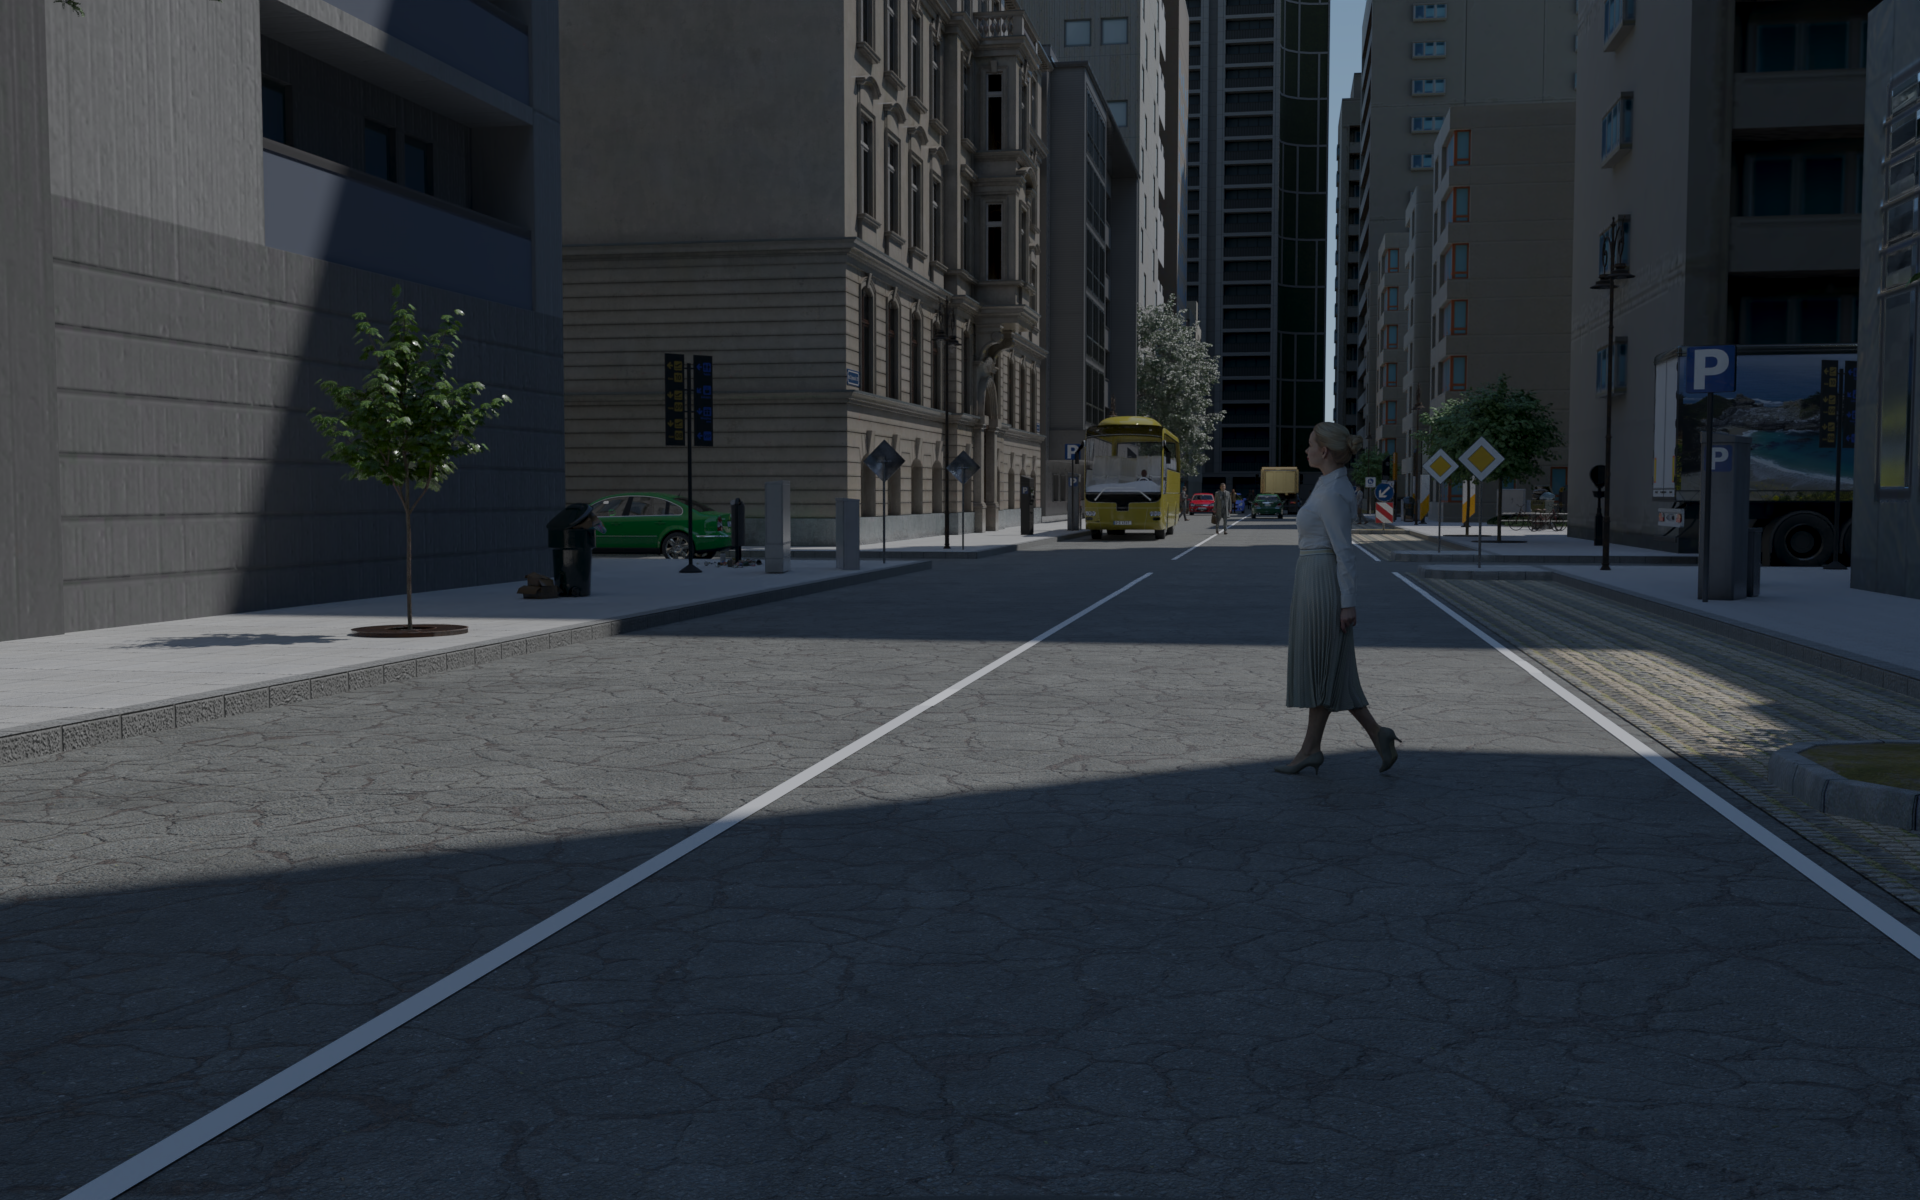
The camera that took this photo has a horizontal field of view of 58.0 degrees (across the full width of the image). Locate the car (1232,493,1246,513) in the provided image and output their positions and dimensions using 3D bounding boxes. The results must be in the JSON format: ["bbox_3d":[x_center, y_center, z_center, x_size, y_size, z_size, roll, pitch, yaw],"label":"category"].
[{"bbox_3d":[20.349,-7.301,128.965,1.945,1.707,3.694,1,4,10],"label":"car"}]

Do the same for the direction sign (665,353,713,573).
[{"bbox_3d":[-4.398,-2.213,28.183,0.876,3.537,0.379,-3,5,-40],"label":"direction sign"}]

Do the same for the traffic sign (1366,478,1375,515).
[{"bbox_3d":[24.962,-6.312,105.334,0.606,2.300,0.079,1,4,18],"label":"traffic sign"}]

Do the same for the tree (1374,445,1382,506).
[{"bbox_3d":[15.387,-4.219,52.688,4.285,4.588,4.351,0,3,0],"label":"tree"}]

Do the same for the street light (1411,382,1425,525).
[{"bbox_3d":[18.942,-6.052,71.736,0.468,5.910,1.993,1,4,11],"label":"street light"}]

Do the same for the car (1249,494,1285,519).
[{"bbox_3d":[18.130,-5.533,102.270,2.131,1.459,4.920,1,4,9],"label":"car"}]

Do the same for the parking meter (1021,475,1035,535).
[{"bbox_3d":[2.117,-2.972,54.296,0.399,1.863,0.255,2,4,35],"label":"parking meter"}]

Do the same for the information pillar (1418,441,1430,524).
[{"bbox_3d":[19.930,-5.071,74.270,0.504,3.616,0.183,-2,4,-32],"label":"information pillar"}]

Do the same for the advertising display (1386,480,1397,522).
[{"bbox_3d":[19.966,-4.583,80.152,0.123,1.923,0.974,0,4,-7],"label":"advertising display"}]

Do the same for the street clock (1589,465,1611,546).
[{"bbox_3d":[15.837,-2.345,42.905,0.471,2.002,0.358,1,4,11],"label":"street clock"}]

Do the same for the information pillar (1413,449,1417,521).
[{"bbox_3d":[21.349,-5.494,81.174,0.183,3.616,0.504,2,4,32],"label":"information pillar"}]

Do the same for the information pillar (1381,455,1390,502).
[{"bbox_3d":[25.211,-6.799,102.524,0.504,3.616,0.183,-1,4,-12],"label":"information pillar"}]

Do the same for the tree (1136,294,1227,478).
[{"bbox_3d":[11.925,-12.413,109.615,9.857,13.997,8.962,0,3,0],"label":"tree"}]

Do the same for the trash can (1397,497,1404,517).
[{"bbox_3d":[24.587,-5.213,96.882,0.748,1.137,0.748,0,3,0],"label":"trash can"}]

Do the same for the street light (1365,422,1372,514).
[{"bbox_3d":[26.040,-8.414,110.364,0.468,5.910,1.993,1,4,11],"label":"street light"}]

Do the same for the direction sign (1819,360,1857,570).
[{"bbox_3d":[14.922,-2.289,29.415,0.876,3.537,0.379,-1,4,-21],"label":"direction sign"}]

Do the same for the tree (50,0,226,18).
[{"bbox_3d":[-6.486,-4.465,7.423,8.767,10.594,7.601,1,4,19],"label":"tree"}]

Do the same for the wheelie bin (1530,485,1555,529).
[{"bbox_3d":[21.131,-3.358,62.810,0.693,1.594,0.980,-3,4,-37],"label":"wheelie bin"}]

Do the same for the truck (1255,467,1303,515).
[{"bbox_3d":[22.769,-7.803,123.508,3.469,3.379,9.791,1,4,10],"label":"truck"}]

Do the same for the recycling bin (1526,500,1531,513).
[{"bbox_3d":[25.183,-3.848,75.476,0.722,1.027,0.722,-3,5,-41],"label":"recycling bin"}]

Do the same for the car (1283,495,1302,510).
[{"bbox_3d":[29.805,-8.799,155.861,2.014,1.417,4.499,1,4,11],"label":"car"}]

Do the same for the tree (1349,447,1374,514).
[{"bbox_3d":[27.231,-7.934,113.437,4.285,4.588,4.351,0,3,0],"label":"tree"}]

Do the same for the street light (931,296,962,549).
[{"bbox_3d":[-0.305,-4.140,40.470,0.468,5.910,1.993,1,4,11],"label":"street light"}]

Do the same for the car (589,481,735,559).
[{"bbox_3d":[-6.930,-1.672,36.140,4.718,1.807,1.959,1,4,9],"label":"car"}]

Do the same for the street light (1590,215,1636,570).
[{"bbox_3d":[10.886,-3.440,29.029,0.468,5.910,1.993,1,4,11],"label":"street light"}]

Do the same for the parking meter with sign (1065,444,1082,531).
[{"bbox_3d":[4.036,-3.958,60.981,0.543,3.016,1.738,1,4,9],"label":"parking meter with sign"}]

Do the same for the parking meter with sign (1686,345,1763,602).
[{"bbox_3d":[9.358,-1.520,21.109,0.543,3.016,1.738,3,4,38],"label":"parking meter with sign"}]

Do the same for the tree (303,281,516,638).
[{"bbox_3d":[-5.145,-1.306,15.950,1.663,3.219,1.824,0,3,0],"label":"tree"}]

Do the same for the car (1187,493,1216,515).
[{"bbox_3d":[16.487,-6.627,117.396,2.155,1.783,4.494,1,4,10],"label":"car"}]

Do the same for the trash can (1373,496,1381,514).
[{"bbox_3d":[25.903,-5.828,106.937,0.748,1.137,0.748,0,3,0],"label":"trash can"}]

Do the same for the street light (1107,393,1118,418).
[{"bbox_3d":[7.021,-6.529,79.533,0.468,5.910,1.993,1,4,11],"label":"street light"}]

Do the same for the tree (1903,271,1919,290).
[{"bbox_3d":[7.578,-1.636,10.464,4.285,4.588,4.351,0,3,0],"label":"tree"}]

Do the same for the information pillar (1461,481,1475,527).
[{"bbox_3d":[19.619,-4.613,66.781,0.504,3.616,0.183,-1,4,-10],"label":"information pillar"}]

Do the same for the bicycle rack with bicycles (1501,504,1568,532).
[{"bbox_3d":[20.291,-2.865,60.226,2.925,0.926,2.852,-1,4,-18],"label":"bicycle rack with bicycles"}]

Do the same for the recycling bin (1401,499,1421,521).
[{"bbox_3d":[21.652,-4.315,83.101,0.722,1.027,0.722,-1,4,-19],"label":"recycling bin"}]

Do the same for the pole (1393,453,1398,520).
[{"bbox_3d":[21.347,-5.575,85.002,0.158,3.312,0.155,0,3,0],"label":"pole"}]

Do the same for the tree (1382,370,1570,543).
[{"bbox_3d":[14.400,-3.803,45.896,4.285,4.588,4.351,0,3,0],"label":"tree"}]

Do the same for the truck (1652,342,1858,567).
[{"bbox_3d":[19.227,-2.676,32.673,11.283,4.237,2.839,1,4,12],"label":"truck"}]
